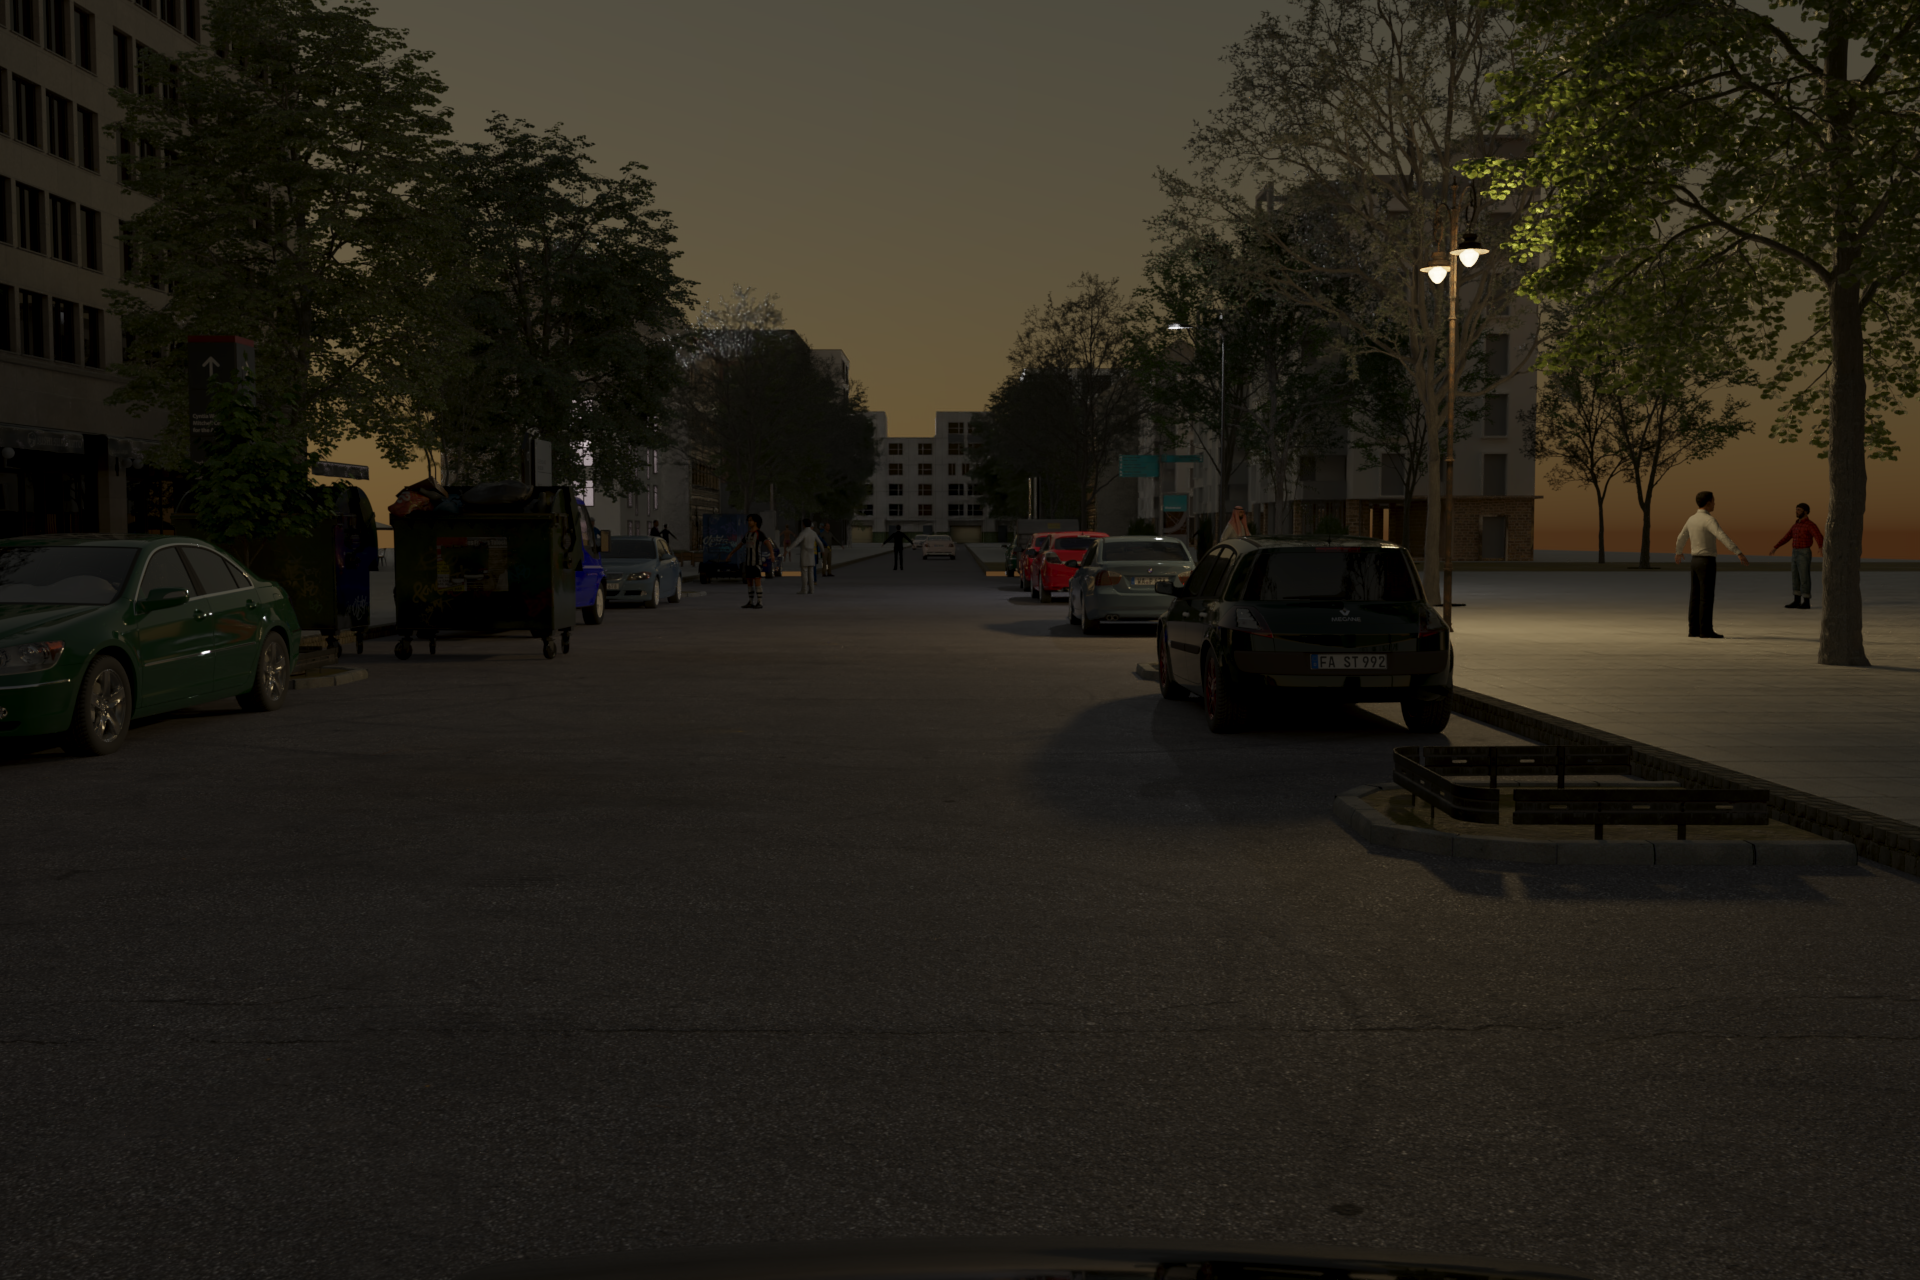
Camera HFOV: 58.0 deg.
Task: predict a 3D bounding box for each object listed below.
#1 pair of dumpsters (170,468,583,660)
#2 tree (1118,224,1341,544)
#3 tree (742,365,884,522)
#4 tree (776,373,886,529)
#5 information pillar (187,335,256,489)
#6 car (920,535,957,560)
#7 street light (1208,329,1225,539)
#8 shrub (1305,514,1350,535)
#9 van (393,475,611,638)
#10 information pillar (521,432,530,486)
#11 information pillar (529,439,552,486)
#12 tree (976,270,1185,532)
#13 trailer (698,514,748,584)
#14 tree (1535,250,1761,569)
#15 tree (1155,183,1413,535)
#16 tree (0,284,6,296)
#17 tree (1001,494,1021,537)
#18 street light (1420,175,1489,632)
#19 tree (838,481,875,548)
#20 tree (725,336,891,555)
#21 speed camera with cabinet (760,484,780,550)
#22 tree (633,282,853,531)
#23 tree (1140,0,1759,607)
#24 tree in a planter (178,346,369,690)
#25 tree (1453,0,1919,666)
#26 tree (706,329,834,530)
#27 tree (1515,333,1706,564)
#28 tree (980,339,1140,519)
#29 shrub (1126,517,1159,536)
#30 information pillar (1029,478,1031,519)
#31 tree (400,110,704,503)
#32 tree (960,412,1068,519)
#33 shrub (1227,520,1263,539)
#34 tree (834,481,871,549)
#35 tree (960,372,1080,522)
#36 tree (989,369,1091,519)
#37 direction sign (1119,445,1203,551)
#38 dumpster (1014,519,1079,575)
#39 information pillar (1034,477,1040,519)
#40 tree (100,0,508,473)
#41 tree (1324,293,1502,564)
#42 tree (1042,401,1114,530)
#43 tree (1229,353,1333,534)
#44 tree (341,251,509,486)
[{"bbox_3d":[-6.726,-0.929,20.133,4.436,2.255,1.574,0,4,0],"label":"pair of dumpsters"},{"bbox_3d":[8.760,-8.015,56.799,9.928,11.665,9.643,0,3,0],"label":"tree"},{"bbox_3d":[-10.459,-12.910,121.452,12.009,13.543,11.850,0,3,0],"label":"tree"},{"bbox_3d":[-10.338,-13.832,132.815,9.857,13.997,8.962,0,3,0],"label":"tree"},{"bbox_3d":[-9.735,-2.052,22.936,0.750,3.857,0.750,0,4,-1],"label":"information pillar"},{"bbox_3d":[-1.197,-5.223,97.757,2.083,1.381,4.827,0,4,-1],"label":"car"},{"bbox_3d":[6.353,-4.022,38.303,1.470,5.913,1.316,0,4,-1],"label":"street light"},{"bbox_3d":[13.359,-3.590,62.743,1.661,2.075,1.752,0,3,0],"label":"shrub"},{"bbox_3d":[-6.600,-1.298,25.613,2.240,2.365,5.245,0,3,0],"label":"van"},{"bbox_3d":[-9.945,-2.957,39.703,0.183,3.616,0.504,0,4,0],"label":"information pillar"},{"bbox_3d":[-10.539,-3.196,43.572,0.184,3.620,1.656,0,3,0],"label":"information pillar"},{"bbox_3d":[5.834,-10.367,79.878,12.009,13.543,11.850,0,3,0],"label":"tree"},{"bbox_3d":[-6.719,-2.577,49.187,1.471,1.999,3.904,0,4,0],"label":"trailer"},{"bbox_3d":[25.212,-8.434,63.645,9.928,11.665,9.643,0,3,0],"label":"tree"},{"bbox_3d":[8.641,-6.782,45.306,7.601,10.594,8.767,-2,4,-30],"label":"tree"},{"bbox_3d":[-13.034,-5.029,16.644,7.601,10.594,8.767,1,4,11],"label":"tree"},{"bbox_3d":[4.789,-12.633,156.911,4.360,8.622,3.978,0,3,0],"label":"tree"},{"bbox_3d":[6.379,-3.041,22.509,0.468,5.910,1.993,0,3,0],"label":"street light"},{"bbox_3d":[-10.101,-12.749,158.807,4.737,8.622,4.395,0,3,0],"label":"tree"},{"bbox_3d":[-9.868,-12.118,108.505,12.009,13.543,11.850,0,3,0],"label":"tree"},{"bbox_3d":[-7.585,-4.564,68.950,0.660,3.252,2.038,0,4,0],"label":"speed camera with cabinet"},{"bbox_3d":[-10.320,-10.614,83.901,12.009,13.543,11.850,0,3,0],"label":"tree"},{"bbox_3d":[8.388,-7.336,30.321,12.009,13.543,11.850,0,3,0],"label":"tree"},{"bbox_3d":[-6.885,-1.190,16.671,1.991,3.239,1.994,0,3,0],"label":"tree in a planter"},{"bbox_3d":[8.310,-6.015,16.466,7.486,12.596,7.792,0,3,0],"label":"tree"},{"bbox_3d":[-10.763,-10.906,96.446,7.486,12.596,7.792,0,3,0],"label":"tree"},{"bbox_3d":[28.149,-8.624,75.408,8.767,10.594,7.601,2,4,30],"label":"tree"},{"bbox_3d":[5.815,-12.003,106.620,12.009,13.543,11.850,0,3,0],"label":"tree"},{"bbox_3d":[7.338,-4.006,69.925,1.690,2.028,1.600,0,3,0],"label":"shrub"},{"bbox_3d":[2.919,-4.959,72.436,0.183,3.616,0.504,0,4,0],"label":"information pillar"},{"bbox_3d":[-12.428,-8.903,52.223,9.857,13.997,8.962,0,3,0],"label":"tree"},{"bbox_3d":[5.215,-14.427,146.255,12.009,13.543,11.850,0,3,0],"label":"tree"},{"bbox_3d":[11.605,-4.063,70.852,1.690,2.028,1.600,0,3,0],"label":"shrub"},{"bbox_3d":[-9.654,-12.397,153.058,4.737,8.622,4.395,0,3,0],"label":"tree"},{"bbox_3d":[4.990,-13.791,132.139,9.857,13.997,8.962,0,3,0],"label":"tree"},{"bbox_3d":[5.324,-12.301,119.256,7.486,12.596,7.792,0,3,0],"label":"tree"},{"bbox_3d":[6.058,-3.849,51.689,2.525,3.948,1.411,0,3,0],"label":"direction sign"},{"bbox_3d":[2.533,-2.573,50.292,1.865,1.857,1.264,0,4,-1],"label":"dumpster"},{"bbox_3d":[3.189,-4.918,71.724,0.184,3.620,1.656,0,4,-1],"label":"information pillar"},{"bbox_3d":[-12.685,-7.082,33.922,7.486,12.596,7.792,0,3,0],"label":"tree"},{"bbox_3d":[19.110,-9.025,73.311,9.928,11.665,9.643,0,3,0],"label":"tree"},{"bbox_3d":[5.820,-8.841,94.913,4.360,8.622,3.978,0,3,0],"label":"tree"},{"bbox_3d":[12.502,-7.142,67.141,4.360,8.622,3.978,0,3,0],"label":"tree"},{"bbox_3d":[-12.864,-5.657,42.862,4.360,8.622,3.978,0,3,0],"label":"tree"}]
